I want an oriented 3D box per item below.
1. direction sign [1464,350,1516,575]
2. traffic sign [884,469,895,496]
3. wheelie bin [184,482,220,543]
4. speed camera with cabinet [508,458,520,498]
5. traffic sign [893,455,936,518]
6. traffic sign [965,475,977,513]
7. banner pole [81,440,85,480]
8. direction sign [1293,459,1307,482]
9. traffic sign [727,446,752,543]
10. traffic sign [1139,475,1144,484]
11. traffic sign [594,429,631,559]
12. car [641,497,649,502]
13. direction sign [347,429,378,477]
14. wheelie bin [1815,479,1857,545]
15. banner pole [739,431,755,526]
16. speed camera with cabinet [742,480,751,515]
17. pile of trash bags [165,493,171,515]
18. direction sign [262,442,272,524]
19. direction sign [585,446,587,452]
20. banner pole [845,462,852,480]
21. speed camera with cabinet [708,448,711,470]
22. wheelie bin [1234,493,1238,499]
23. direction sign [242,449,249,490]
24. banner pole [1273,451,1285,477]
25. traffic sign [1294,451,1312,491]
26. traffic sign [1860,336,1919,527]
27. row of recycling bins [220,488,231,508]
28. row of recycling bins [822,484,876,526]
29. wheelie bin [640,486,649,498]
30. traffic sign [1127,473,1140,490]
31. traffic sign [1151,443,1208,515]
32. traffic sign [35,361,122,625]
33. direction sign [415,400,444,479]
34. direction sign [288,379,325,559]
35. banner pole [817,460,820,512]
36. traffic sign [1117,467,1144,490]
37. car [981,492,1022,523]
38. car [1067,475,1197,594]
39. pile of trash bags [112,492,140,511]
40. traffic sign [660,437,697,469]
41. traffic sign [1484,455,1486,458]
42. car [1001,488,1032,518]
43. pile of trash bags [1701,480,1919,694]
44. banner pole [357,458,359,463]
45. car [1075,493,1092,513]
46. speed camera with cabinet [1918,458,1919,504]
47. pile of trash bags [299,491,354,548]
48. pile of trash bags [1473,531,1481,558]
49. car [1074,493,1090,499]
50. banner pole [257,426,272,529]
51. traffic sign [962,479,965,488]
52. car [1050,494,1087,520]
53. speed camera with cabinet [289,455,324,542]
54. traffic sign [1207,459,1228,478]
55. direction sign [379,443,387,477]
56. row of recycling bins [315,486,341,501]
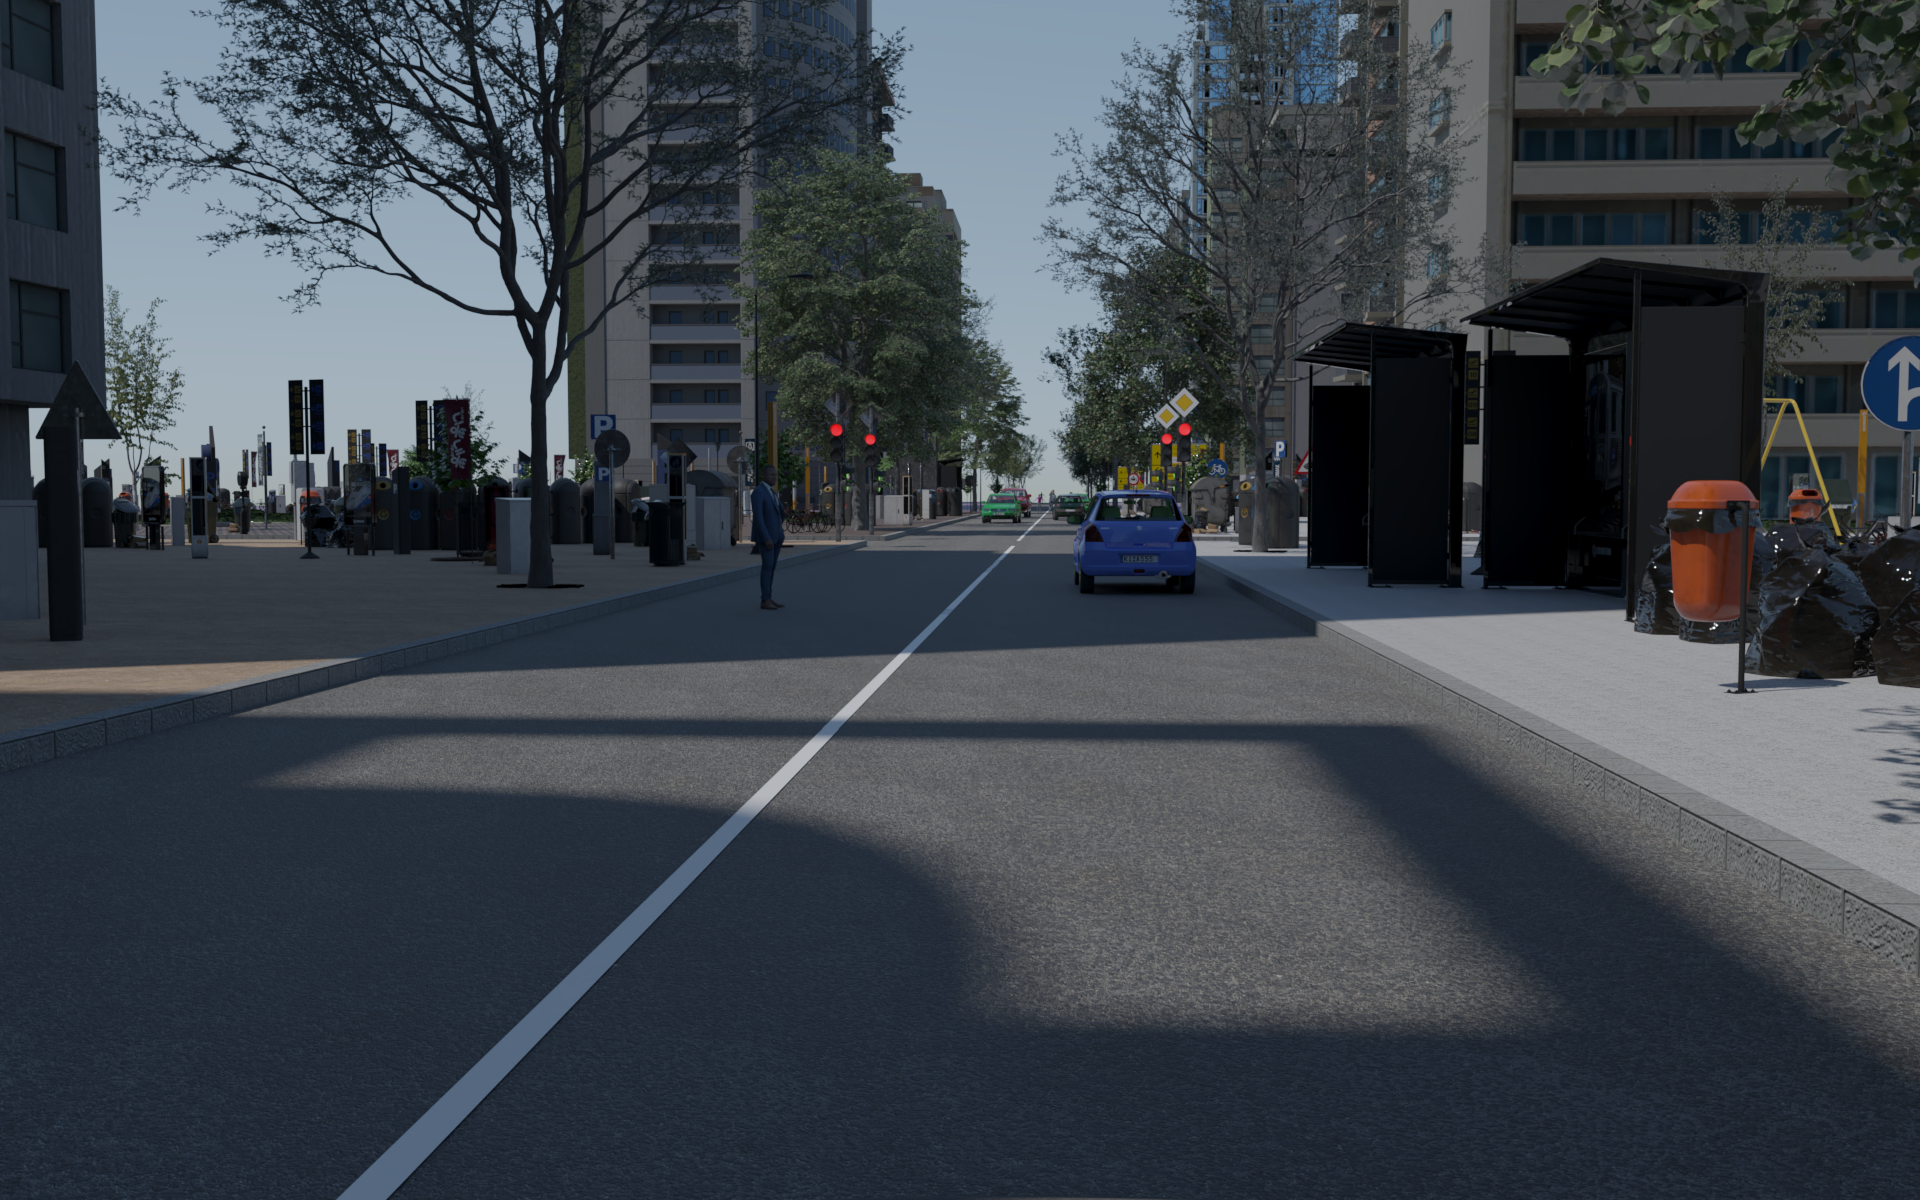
[{"bbox_3d":[8.305,-2.166,27.405,0.876,3.537,0.379,1,4,10],"label":"direction sign"},{"bbox_3d":[-3.470,-5.318,87.059,0.768,2.556,0.104,0,4,8],"label":"traffic sign"},{"bbox_3d":[-19.707,-2.269,45.008,0.980,1.594,0.693,2,4,32],"label":"wheelie bin"},{"bbox_3d":[-24.641,-6.155,94.971,0.660,3.252,2.038,-2,4,-35],"label":"speed camera with cabinet"},{"bbox_3d":[-2.384,-5.948,91.129,2.265,3.308,0.079,0,4,5],"label":"traffic sign"},{"bbox_3d":[0.720,-7.052,115.405,0.768,2.556,0.104,0,4,6],"label":"traffic sign"},{"bbox_3d":[-29.474,-4.131,57.556,0.401,3.779,0.863,2,4,34],"label":"banner pole"},{"bbox_3d":[21.972,-7.343,112.050,0.876,3.537,0.379,1,4,13],"label":"direction sign"},{"bbox_3d":[-5.761,-2.774,45.465,0.768,2.556,0.104,1,4,9],"label":"traffic sign"},{"bbox_3d":[10.435,-5.930,97.055,0.768,2.556,0.104,0,4,5],"label":"traffic sign"},{"bbox_3d":[-6.831,-2.072,33.987,0.768,2.556,0.104,1,4,13],"label":"traffic sign"},{"bbox_3d":[-8.971,-2.310,50.123,4.827,1.381,2.083,0,4,4],"label":"car"},{"bbox_3d":[-20.940,-4.187,60.454,0.876,3.537,0.379,1,4,10],"label":"direction sign"},{"bbox_3d":[18.363,-1.754,36.586,0.980,1.594,0.693,0,4,6],"label":"wheelie bin"},{"bbox_3d":[-8.468,-4.815,68.742,0.863,3.779,0.401,1,4,15],"label":"banner pole"},{"bbox_3d":[-13.413,-6.963,108.182,2.038,3.252,0.660,-3,5,-43],"label":"speed camera with cabinet"},{"bbox_3d":[-47.051,-5.666,102.387,1.912,1.369,3.447,-2,4,-29],"label":"pile of trash bags"},{"bbox_3d":[-30.033,-5.076,74.989,0.379,3.537,0.876,1,4,11],"label":"direction sign"},{"bbox_3d":[-17.646,-5.495,81.833,0.379,3.537,0.876,0,4,-6],"label":"direction sign"},{"bbox_3d":[-7.402,-7.804,117.606,0.863,3.779,0.401,-1,4,-23],"label":"banner pole"},{"bbox_3d":[-11.358,-4.874,74.028,2.038,3.252,0.660,2,4,30],"label":"speed camera with cabinet"},{"bbox_3d":[15.457,-5.354,95.438,0.693,1.594,0.980,1,4,9],"label":"wheelie bin"},{"bbox_3d":[-36.203,-5.862,87.833,0.379,3.537,0.876,-3,5,-40],"label":"direction sign"},{"bbox_3d":[16.468,-6.066,89.189,0.863,3.779,0.401,3,5,45],"label":"banner pole"},{"bbox_3d":[9.382,-2.837,46.382,0.884,2.594,0.081,0,4,5],"label":"traffic sign"},{"bbox_3d":[7.672,-0.852,14.040,0.768,2.556,0.104,1,4,10],"label":"traffic sign"},{"bbox_3d":[-51.022,-6.880,119.598,1.069,1.692,3.534,-2,4,-31],"label":"row of recycling bins"},{"bbox_3d":[-4.499,-3.872,70.424,1.069,1.692,3.534,-2,4,-32],"label":"row of recycling bins"},{"bbox_3d":[-12.557,-3.734,68.959,0.980,1.594,0.693,-1,4,-16],"label":"wheelie bin"},{"bbox_3d":[10.337,-6.312,103.301,0.768,2.556,0.104,1,4,9],"label":"traffic sign"},{"bbox_3d":[8.829,-4.646,69.838,2.265,3.308,0.079,1,4,8],"label":"traffic sign"},{"bbox_3d":[-8.601,-1.034,16.904,0.884,2.594,0.081,0,4,5],"label":"traffic sign"},{"bbox_3d":[-12.737,-3.043,41.755,0.876,3.537,0.379,1,4,22],"label":"direction sign"},{"bbox_3d":[-12.925,-2.589,34.322,0.876,3.537,0.379,1,4,23],"label":"direction sign"},{"bbox_3d":[-10.168,-8.282,125.422,0.401,3.779,0.863,0,4,-5],"label":"banner pole"},{"bbox_3d":[12.789,-8.212,128.138,2.265,3.308,0.079,0,4,6],"label":"traffic sign"},{"bbox_3d":[2.085,-4.733,86.188,1.959,1.807,4.718,0,4,5],"label":"car"},{"bbox_3d":[2.597,-1.020,26.270,1.945,1.707,3.694,0,4,2],"label":"car"},{"bbox_3d":[-61.305,-7.245,128.212,3.447,1.369,1.912,-3,5,-43],"label":"pile of trash bags"},{"bbox_3d":[-5.723,-2.081,35.216,0.795,2.450,0.064,1,4,9],"label":"traffic sign"},{"bbox_3d":[8.230,-1.573,25.719,0.884,2.594,0.081,1,4,13],"label":"traffic sign"},{"bbox_3d":[3.318,-6.024,107.163,2.281,1.827,5.304,0,4,5],"label":"car"},{"bbox_3d":[6.237,-0.132,11.916,3.447,1.369,1.912,-2,4,-24],"label":"pile of trash bags"},{"bbox_3d":[-41.791,-8.006,120.908,0.401,3.779,0.863,2,4,34],"label":"banner pole"},{"bbox_3d":[7.534,-6.269,111.302,1.959,1.807,4.718,0,4,4],"label":"car"},{"bbox_3d":[23.765,-2.911,41.935,0.660,3.252,2.038,3,5,42],"label":"speed camera with cabinet"},{"bbox_3d":[-15.374,-2.017,42.737,3.447,1.369,1.912,3,5,43],"label":"pile of trash bags"},{"bbox_3d":[12.160,-1.558,35.230,3.447,1.369,1.912,-3,4,-36],"label":"pile of trash bags"},{"bbox_3d":[9.647,-8.144,142.198,2.155,1.783,4.494,0,4,2],"label":"car"},{"bbox_3d":[-25.578,-4.496,63.519,0.401,3.779,0.863,-3,5,-43],"label":"banner pole"},{"bbox_3d":[0.066,-7.244,120.560,0.606,2.300,0.079,0,4,4],"label":"traffic sign"},{"bbox_3d":[5.985,-5.234,95.355,2.009,1.686,4.222,0,4,2],"label":"car"},{"bbox_3d":[-17.804,-3.234,47.213,0.660,3.252,2.038,-2,4,-29],"label":"speed camera with cabinet"},{"bbox_3d":[9.256,-3.811,62.418,0.768,2.556,0.104,1,4,12],"label":"traffic sign"},{"bbox_3d":[-25.894,-5.197,76.974,0.876,3.537,0.379,-3,4,-36],"label":"direction sign"},{"bbox_3d":[-46.649,-7.278,126.102,3.534,1.692,1.069,1,4,12],"label":"row of recycling bins"}]
